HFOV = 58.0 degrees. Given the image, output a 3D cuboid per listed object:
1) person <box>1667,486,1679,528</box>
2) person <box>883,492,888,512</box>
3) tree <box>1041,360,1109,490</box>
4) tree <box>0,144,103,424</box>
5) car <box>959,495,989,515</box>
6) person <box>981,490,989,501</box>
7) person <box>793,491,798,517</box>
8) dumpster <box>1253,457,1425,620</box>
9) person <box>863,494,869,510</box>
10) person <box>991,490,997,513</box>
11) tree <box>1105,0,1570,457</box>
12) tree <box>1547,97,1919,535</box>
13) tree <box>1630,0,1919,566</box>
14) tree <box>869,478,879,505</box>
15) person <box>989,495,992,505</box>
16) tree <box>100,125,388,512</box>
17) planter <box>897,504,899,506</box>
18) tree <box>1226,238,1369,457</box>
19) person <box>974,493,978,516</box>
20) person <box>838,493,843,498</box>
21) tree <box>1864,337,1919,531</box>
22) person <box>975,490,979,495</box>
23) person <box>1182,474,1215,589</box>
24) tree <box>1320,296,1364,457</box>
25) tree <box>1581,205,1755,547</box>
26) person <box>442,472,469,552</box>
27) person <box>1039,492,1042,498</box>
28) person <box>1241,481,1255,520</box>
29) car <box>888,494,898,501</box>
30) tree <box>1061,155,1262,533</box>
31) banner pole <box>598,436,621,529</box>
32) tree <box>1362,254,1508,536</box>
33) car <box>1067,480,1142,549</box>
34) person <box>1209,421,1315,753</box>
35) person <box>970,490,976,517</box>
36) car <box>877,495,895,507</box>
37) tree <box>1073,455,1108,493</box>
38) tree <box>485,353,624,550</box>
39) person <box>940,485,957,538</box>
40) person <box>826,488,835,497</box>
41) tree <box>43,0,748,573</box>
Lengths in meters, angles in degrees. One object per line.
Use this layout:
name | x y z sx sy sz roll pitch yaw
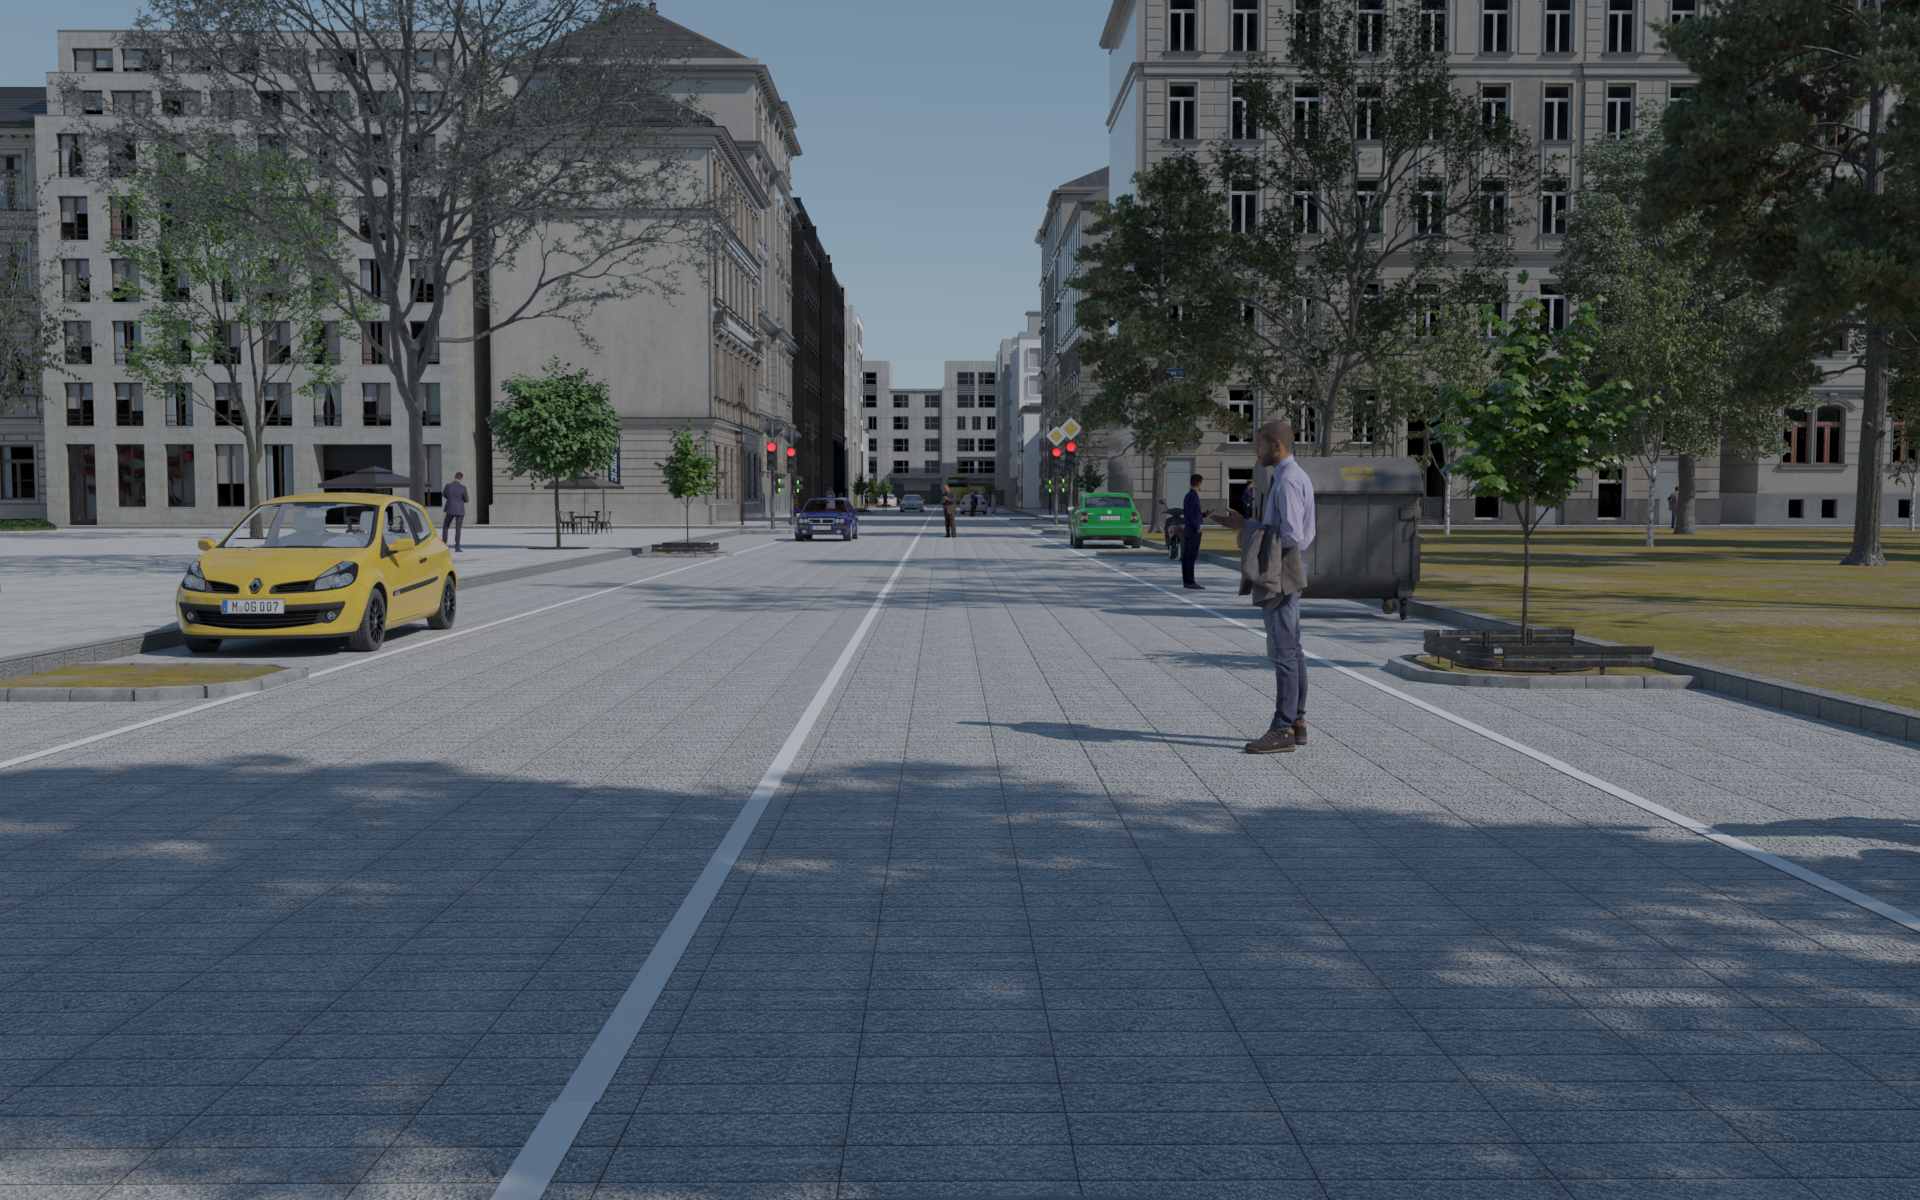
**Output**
person | 26.898 -3.407 65.027 0.655 1.722 0.431 1 4 15
person | -6.106 -8.042 141.456 0.415 1.643 0.593 2 4 24
tree | 6.364 -8.915 96.126 4.360 8.622 3.978 0 3 0
tree | -20.836 -5.313 37.228 4.360 8.622 3.978 0 3 0
car | 0.974 -6.698 121.871 2.083 1.381 4.827 0 4 1
person | 2.092 -8.750 152.119 0.990 1.755 0.434 -1 4 -11
person | -9.206 -5.392 96.468 0.388 1.546 0.482 -2 4 -26
dumpster | 4.351 -0.729 20.137 1.865 1.857 1.264 0 4 1
person | -7.761 -8.191 143.887 0.517 1.644 0.566 2 4 24
person | 2.518 -7.262 127.903 0.621 1.740 0.551 -2 4 -33
tree | 6.568 -5.944 31.592 8.767 10.594 7.601 1 4 18
tree | 22.971 -9.049 54.613 9.857 13.997 8.962 0 3 0
tree | 16.078 -7.531 30.556 7.806 13.903 7.818 0 3 0
tree | -10.450 -12.990 206.990 1.663 3.219 1.824 0 3 0
person | 3.215 -10.301 177.845 0.541 1.710 0.530 -1 4 -12
tree | -20.108 -7.543 49.078 9.928 11.665 9.643 0 3 0
planter | -7.761 -11.004 201.055 1.991 0.319 1.994 0 4 -1
tree | 9.167 -5.887 46.615 4.360 8.622 3.978 0 3 0
person | 0.983 -6.403 115.552 0.453 1.535 0.546 -1 4 -16
person | -6.568 -5.105 94.515 0.480 1.512 0.613 3 4 38
tree | 33.548 -6.733 60.454 4.360 8.622 3.978 0 3 0
person | 1.297 -8.054 140.888 0.504 1.737 0.576 1 4 23
person | 3.589 -1.040 26.202 0.504 1.737 0.576 -1 4 -9
tree | 14.187 -6.634 58.825 4.737 8.622 4.395 0 3 0
tree | 16.996 -5.617 42.199 4.737 8.622 4.395 0 3 0
person | -11.169 -1.943 38.254 0.683 1.767 0.568 0 4 -4
person | 7.003 -8.707 148.420 0.705 1.821 1.348 0 4 -5
person | 9.833 -3.186 58.832 0.504 1.737 0.576 1 4 19
car | -7.932 -11.248 194.127 2.015 1.641 3.980 0 4 -1
tree | 6.542 -8.219 56.441 6.751 12.117 7.091 0 3 0
banner pole | -12.836 -4.492 63.465 0.863 3.779 0.401 0 4 -1
tree | 15.034 -6.308 53.501 4.737 8.622 4.395 0 3 0
car | 3.910 -2.334 46.951 1.959 1.807 4.718 0 4 1
person | 1.691 -0.086 9.775 0.599 1.838 0.709 1 4 14
person | 0.849 -6.118 109.324 0.445 1.727 0.742 -1 4 -16
car | -7.777 -10.549 184.843 2.083 1.381 4.827 0 4 1
tree | 6.367 -5.611 86.346 1.663 3.219 1.824 0 3 0
tree | -9.428 -3.476 40.547 4.285 4.588 4.351 0 3 0
person | -0.386 -2.913 56.820 0.565 1.739 0.600 0 4 6
person | -9.273 -7.119 123.100 0.551 1.740 0.621 0 4 3
tree | -8.724 -7.158 27.405 12.009 13.543 11.850 0 3 0
